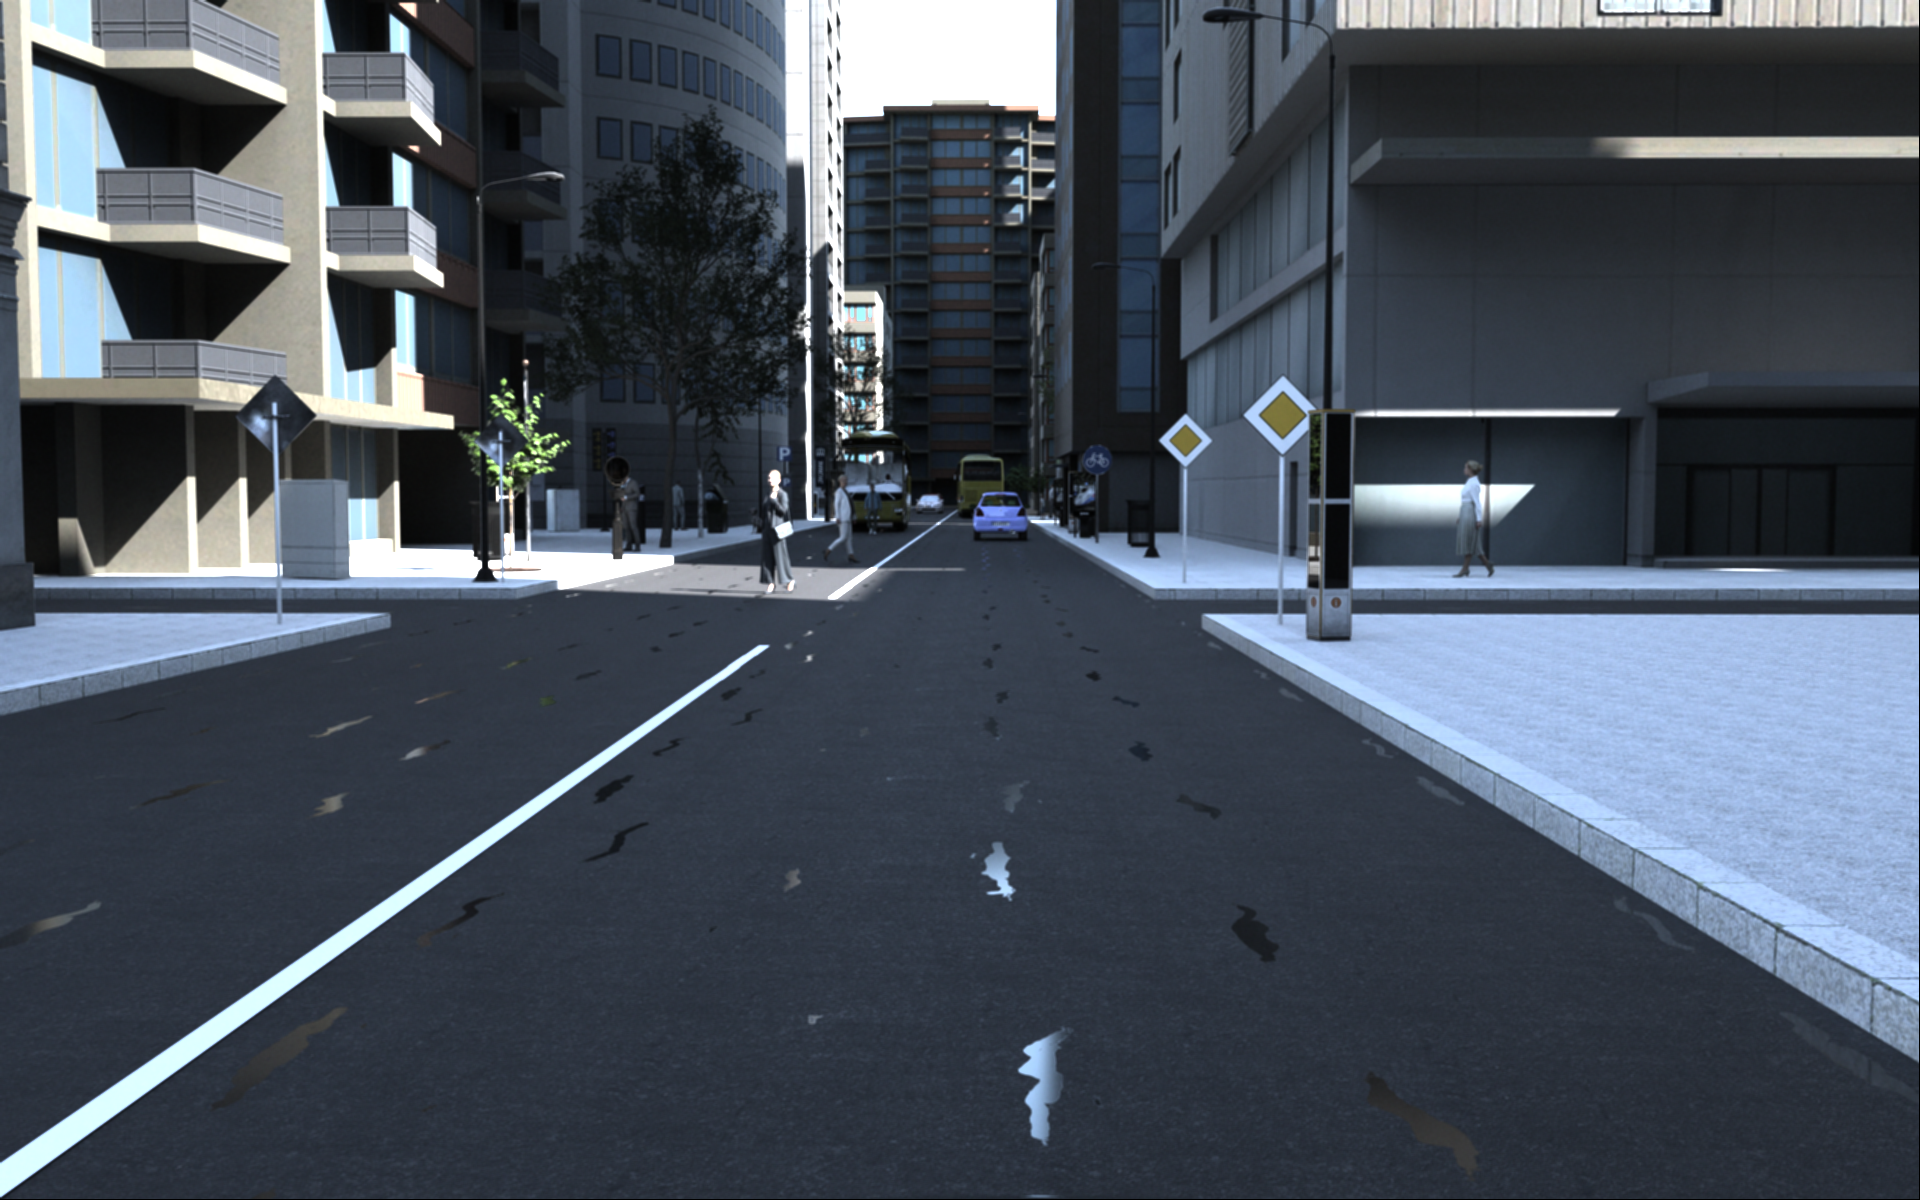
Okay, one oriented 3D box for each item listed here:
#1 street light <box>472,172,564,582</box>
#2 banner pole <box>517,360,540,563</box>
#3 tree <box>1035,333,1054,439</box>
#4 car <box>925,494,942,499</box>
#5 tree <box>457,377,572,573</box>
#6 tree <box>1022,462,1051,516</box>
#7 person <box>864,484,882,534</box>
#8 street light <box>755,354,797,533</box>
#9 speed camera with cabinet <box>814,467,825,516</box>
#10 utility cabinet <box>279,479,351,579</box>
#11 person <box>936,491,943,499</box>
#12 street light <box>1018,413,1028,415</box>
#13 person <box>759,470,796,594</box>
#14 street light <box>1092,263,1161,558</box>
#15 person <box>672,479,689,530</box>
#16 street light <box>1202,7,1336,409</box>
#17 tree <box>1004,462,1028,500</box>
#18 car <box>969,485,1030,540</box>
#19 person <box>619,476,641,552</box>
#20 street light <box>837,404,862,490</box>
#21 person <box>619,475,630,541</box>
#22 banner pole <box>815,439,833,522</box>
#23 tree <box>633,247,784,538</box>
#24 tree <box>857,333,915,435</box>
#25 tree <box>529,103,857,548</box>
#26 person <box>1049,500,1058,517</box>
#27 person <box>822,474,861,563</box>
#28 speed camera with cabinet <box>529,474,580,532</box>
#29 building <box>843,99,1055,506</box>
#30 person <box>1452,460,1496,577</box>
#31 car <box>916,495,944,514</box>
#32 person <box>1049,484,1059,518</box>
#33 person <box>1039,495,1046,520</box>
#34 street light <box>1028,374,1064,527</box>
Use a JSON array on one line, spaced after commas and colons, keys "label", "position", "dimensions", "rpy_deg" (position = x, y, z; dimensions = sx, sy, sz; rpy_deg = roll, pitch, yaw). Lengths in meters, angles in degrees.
[{"label": "street light", "position": [-6.411, -3.219, 25.171], "dimensions": [1.470, 5.913, 1.316], "rpy_deg": [0, 4, 1]}, {"label": "banner pole", "position": [-8.041, -2.574, 32.109], "dimensions": [0.401, 3.779, 0.863], "rpy_deg": [-1, 4, -11]}, {"label": "tree", "position": [5.140, -7.600, 74.625], "dimensions": [4.737, 8.622, 4.395], "rpy_deg": [0, 3, 0]}, {"label": "car", "position": [-2.748, -9.742, 168.327], "dimensions": [2.155, 1.783, 4.494], "rpy_deg": [0, 4, 1]}, {"label": "tree", "position": [-7.585, -2.090, 28.777], "dimensions": [1.663, 3.219, 1.824], "rpy_deg": [0, 3, 0]}, {"label": "tree", "position": [4.623, -6.679, 103.798], "dimensions": [1.663, 3.219, 1.824], "rpy_deg": [0, 3, 0]}, {"label": "person", "position": [-3.106, -3.243, 61.868], "dimensions": [0.601, 1.785, 0.444], "rpy_deg": [1, 4, 9]}, {"label": "street light", "position": [-6.089, -5.189, 57.380], "dimensions": [1.470, 5.913, 1.316], "rpy_deg": [0, 4, 1]}, {"label": "speed camera with cabinet", "position": [-8.394, -6.443, 99.682], "dimensions": [0.660, 3.252, 2.038], "rpy_deg": [1, 4, 17]}, {"label": "utility cabinet", "position": [-9.752, -1.072, 26.201], "dimensions": [1.173, 1.500, 0.318], "rpy_deg": [2, 4, 29]}, {"label": "person", "position": [-2.083, -9.376, 162.503], "dimensions": [1.217, 1.736, 0.721], "rpy_deg": [-2, 4, -30]}, {"label": "street light", "position": [4.019, -7.767, 99.529], "dimensions": [1.470, 5.913, 1.316], "rpy_deg": [0, 4, 1]}, {"label": "person", "position": [-2.665, -0.984, 25.015], "dimensions": [0.576, 1.772, 0.534], "rpy_deg": [1, 4, 23]}, {"label": "street light", "position": [3.350, -3.818, 34.966], "dimensions": [1.470, 5.913, 1.316], "rpy_deg": [0, 4, 1]}, {"label": "person", "position": [-9.984, -3.376, 61.348], "dimensions": [0.635, 1.810, 0.391], "rpy_deg": [1, 4, 22]}, {"label": "street light", "position": [3.016, -2.701, 16.709], "dimensions": [1.470, 5.913, 1.316], "rpy_deg": [0, 4, 1]}, {"label": "tree", "position": [6.176, -11.858, 177.591], "dimensions": [4.285, 4.588, 4.351], "rpy_deg": [0, 3, 0]}, {"label": "car", "position": [1.260, -2.764, 54.783], "dimensions": [1.945, 1.707, 3.694], "rpy_deg": [0, 4, 0]}, {"label": "person", "position": [-7.382, -1.998, 38.511], "dimensions": [0.655, 1.846, 0.447], "rpy_deg": [3, 5, 43]}, {"label": "street light", "position": [-5.753, -7.151, 89.453], "dimensions": [1.470, 5.913, 1.316], "rpy_deg": [0, 4, 1]}, {"label": "person", "position": [-8.934, -2.469, 46.403], "dimensions": [0.713, 1.824, 0.794], "rpy_deg": [0, 4, 6]}, {"label": "banner pole", "position": [-6.207, -5.444, 79.024], "dimensions": [0.863, 3.779, 0.401], "rpy_deg": [-1, 4, -16]}, {"label": "tree", "position": [-7.371, -6.130, 50.581], "dimensions": [4.360, 8.622, 3.978], "rpy_deg": [0, 3, 0]}, {"label": "tree", "position": [-6.362, -9.786, 94.419], "dimensions": [8.767, 10.594, 7.601], "rpy_deg": [1, 4, 8]}, {"label": "tree", "position": [-6.710, -6.527, 41.125], "dimensions": [7.601, 10.594, 8.767], "rpy_deg": [0, 4, 2]}, {"label": "person", "position": [5.197, -5.427, 95.168], "dimensions": [0.834, 1.777, 0.661], "rpy_deg": [-3, 4, -38]}, {"label": "person", "position": [-2.481, -1.695, 36.096], "dimensions": [0.818, 1.842, 0.514], "rpy_deg": [0, 4, -3]}, {"label": "speed camera with cabinet", "position": [-13.914, -3.935, 58.677], "dimensions": [0.660, 3.252, 2.038], "rpy_deg": [3, 5, 44]}, {"label": "building", "position": [-0.594, -33.044, 194.888], "dimensions": [28.867, 44.769, 22.147], "rpy_deg": [0, 4, 1]}, {"label": "person", "position": [7.916, -1.244, 26.611], "dimensions": [0.641, 1.798, 0.478], "rpy_deg": [2, 4, 24]}, {"label": "car", "position": [-2.221, -7.137, 129.053], "dimensions": [2.083, 1.381, 4.827], "rpy_deg": [0, 4, 2]}, {"label": "person", "position": [4.999, -5.222, 91.527], "dimensions": [0.679, 1.850, 0.850], "rpy_deg": [-2, 4, -32]}, {"label": "person", "position": [4.100, -4.625, 86.351], "dimensions": [0.332, 1.250, 0.352], "rpy_deg": [-1, 4, -17]}, {"label": "street light", "position": [3.513, -5.802, 67.402], "dimensions": [1.470, 5.913, 1.316], "rpy_deg": [0, 4, 1]}]
